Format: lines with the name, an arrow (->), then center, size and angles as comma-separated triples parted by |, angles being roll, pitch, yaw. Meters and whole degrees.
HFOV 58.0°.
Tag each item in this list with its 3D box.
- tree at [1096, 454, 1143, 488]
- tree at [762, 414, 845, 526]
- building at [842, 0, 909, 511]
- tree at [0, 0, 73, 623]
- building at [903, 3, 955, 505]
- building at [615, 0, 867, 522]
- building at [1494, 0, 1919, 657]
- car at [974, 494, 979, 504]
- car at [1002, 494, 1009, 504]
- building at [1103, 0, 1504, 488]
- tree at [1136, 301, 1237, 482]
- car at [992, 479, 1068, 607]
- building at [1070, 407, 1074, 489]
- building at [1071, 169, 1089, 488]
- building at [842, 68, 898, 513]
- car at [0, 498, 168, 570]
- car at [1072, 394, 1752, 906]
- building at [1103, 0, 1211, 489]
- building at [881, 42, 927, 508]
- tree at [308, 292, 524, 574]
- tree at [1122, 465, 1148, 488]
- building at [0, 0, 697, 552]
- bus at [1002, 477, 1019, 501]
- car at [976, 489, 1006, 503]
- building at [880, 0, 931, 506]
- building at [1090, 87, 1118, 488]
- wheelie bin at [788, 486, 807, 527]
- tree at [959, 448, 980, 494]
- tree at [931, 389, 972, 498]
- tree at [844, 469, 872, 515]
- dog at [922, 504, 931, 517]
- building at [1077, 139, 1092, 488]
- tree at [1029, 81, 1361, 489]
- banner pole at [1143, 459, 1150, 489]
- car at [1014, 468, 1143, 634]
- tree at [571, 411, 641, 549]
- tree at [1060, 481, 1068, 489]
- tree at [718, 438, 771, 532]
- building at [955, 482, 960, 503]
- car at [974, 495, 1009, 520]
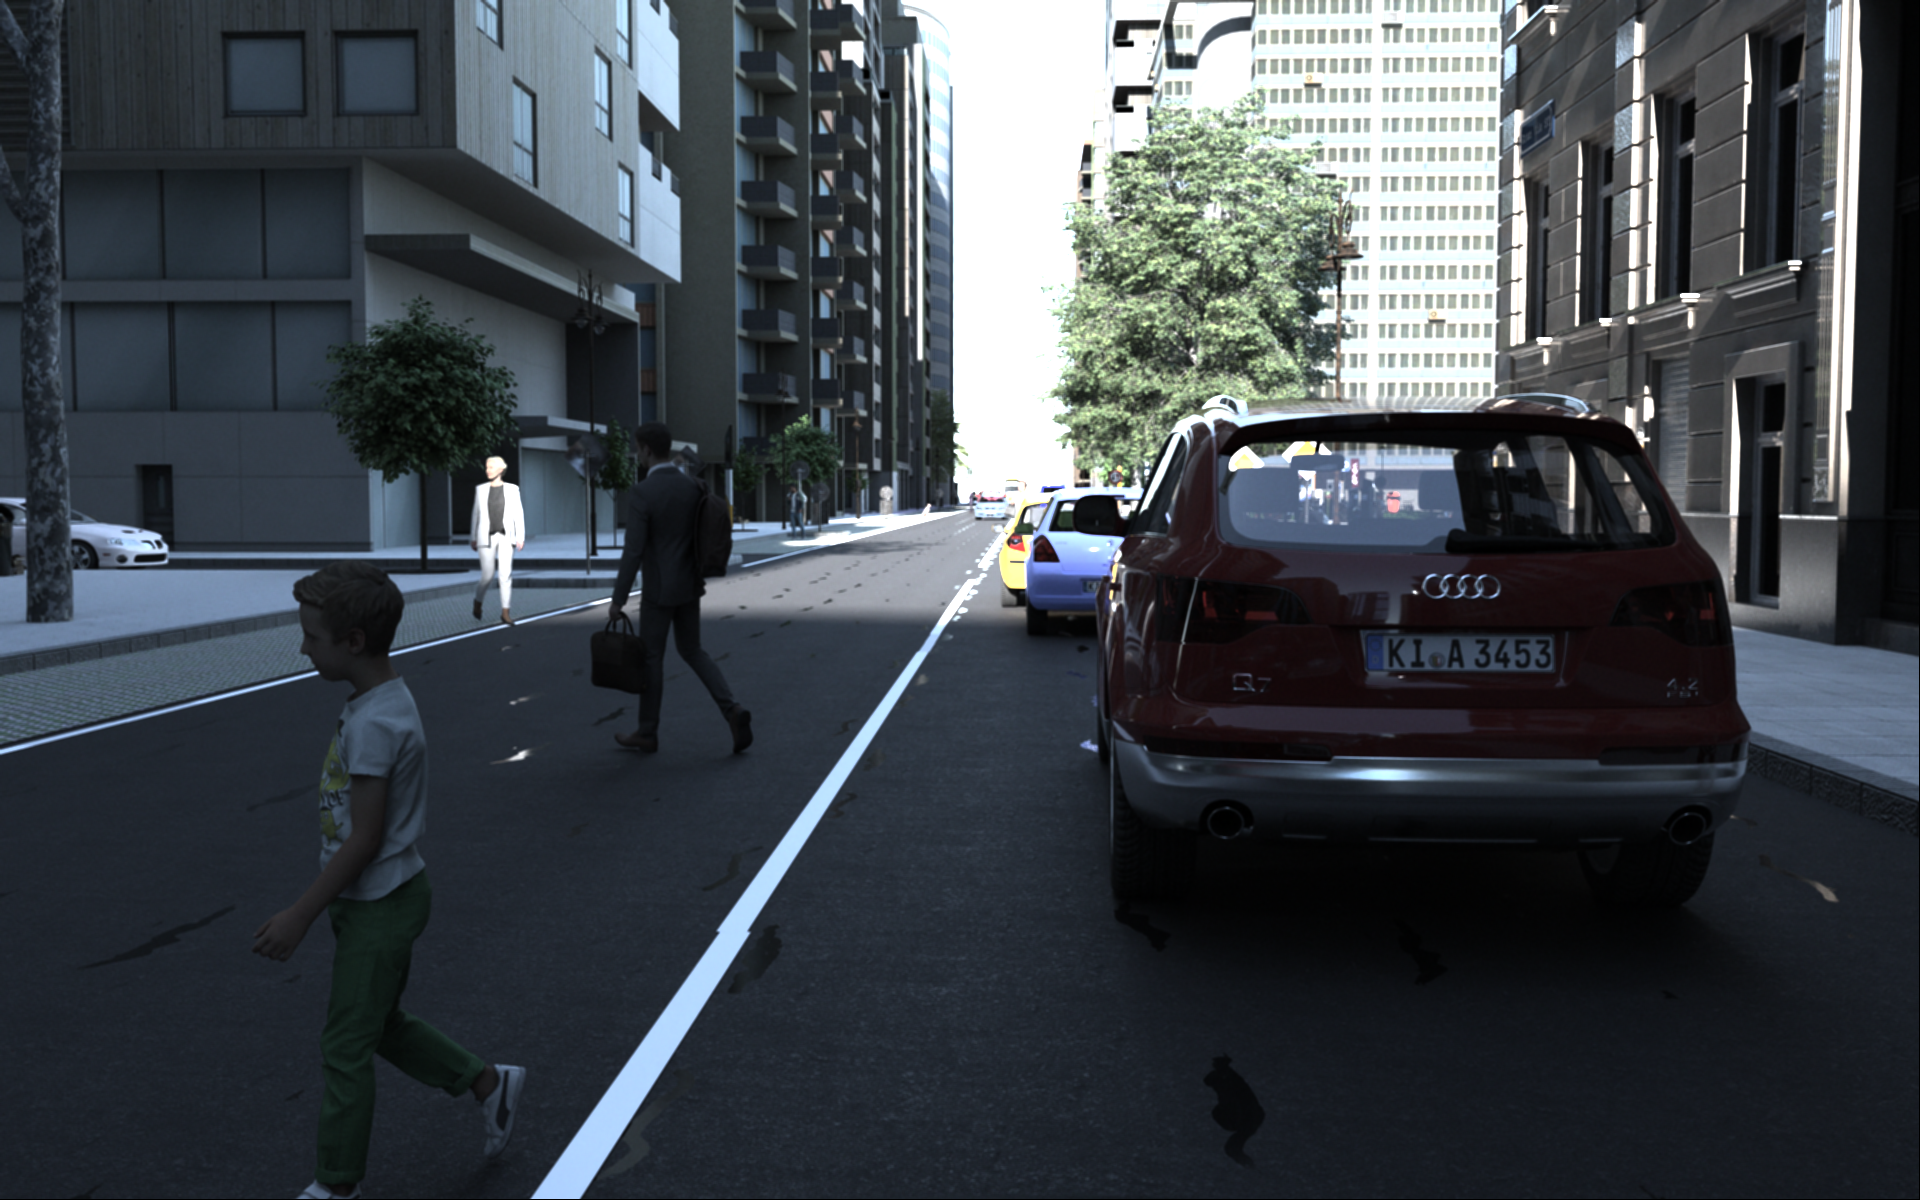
tree -> 10.484, -7.784, 110.978 | 4.285, 4.588, 4.351 | 0, 3, 0
tree -> -6.372, -5.322, 70.729 | 4.285, 4.588, 4.351 | 0, 3, 0
building -> -14.551, -42.612, 134.950 | 20.563, 71.187, 20.611 | 0, 4, 2
tree -> -10.189, -9.912, 17.954 | 12.611, 20.169, 13.585 | 0, 3, 0
building -> -11.789, -40.775, 208.676 | 21.231, 58.520, 28.212 | 0, 4, 2
building -> -16.655, -26.683, 90.894 | 22.147, 44.769, 28.867 | 0, 4, 2
building -> 13.008, -13.180, 12.755 | 12.463, 27.353, 25.104 | 0, 4, 2
car -> 2.865, -13.879, 237.147 | 2.015, 1.641, 3.980 | 0, 4, 4
car -> 4.887, -11.994, 208.103 | 2.014, 1.417, 4.499 | 0, 4, 0
building -> 27.145, -26.822, 130.423 | 32.217, 40.220, 23.993 | 0, 4, 2
tree -> 8.317, -6.962, 64.188 | 4.360, 8.622, 3.978 | 0, 3, 0
car -> 1.427, -0.802, 23.336 | 2.015, 1.641, 3.980 | 0, 4, 3
building -> 30.423, -25.047, 254.565 | 27.650, 21.520, 28.899 | 0, 4, 2
building -> 22.345, -35.629, 232.640 | 14.600, 45.320, 14.200 | 0, 4, 2
building -> -11.806, -21.205, 118.405 | 14.160, 30.474, 14.107 | 0, 4, 2
car -> -16.682, -1.138, 30.973 | 4.827, 1.381, 2.083 | 0, 4, 4
car -> 1.635, 0.064, 7.620 | 2.281, 1.827, 5.304 | 0, 4, 4
building -> 26.882, -34.653, 155.807 | 28.713, 52.752, 27.495 | 0, 4, 2
building -> -10.430, -28.711, 153.027 | 14.154, 41.232, 14.086 | 0, 4, 2
tree -> -8.890, -2.728, 28.311 | 4.285, 4.588, 4.351 | 0, 3, 0
tree -> 9.796, -6.323, 97.979 | 1.663, 3.219, 1.824 | 0, 3, 0
building -> -23.573, -28.137, 49.286 | 28.713, 52.752, 27.495 | 0, 4, 2
bus -> 7.869, -16.462, 260.692 | 2.896, 3.916, 12.252 | 0, 4, 2
car -> 2.301, -7.388, 129.459 | 2.281, 1.827, 5.304 | 0, 4, 0
building -> -14.156, -33.460, 170.780 | 21.300, 48.544, 21.600 | 0, 4, 2
building -> 20.390, -30.200, 177.369 | 14.154, 41.232, 14.086 | 0, 4, 2
wheelie bin -> -6.390, -3.674, 67.978 | 0.693, 1.594, 0.980 | 0, 4, 4
tree -> 1.471, -19.379, 267.203 | 4.360, 8.622, 3.978 | 0, 3, 0
tree -> -2.480, -16.448, 187.057 | 7.486, 12.596, 7.792 | 0, 3, 0
tree -> -6.566, -6.980, 108.729 | 1.663, 3.219, 1.824 | 0, 3, 0
dog -> -2.100, -5.483, 106.490 | 0.513, 0.831, 0.800 | -1, 4, -16
building -> 25.534, -33.985, 210.282 | 22.147, 44.769, 28.867 | 0, 4, 2
tree -> 7.500, -8.993, 53.696 | 9.857, 13.997, 8.962 | 0, 3, 0
banner pole -> 11.703, -7.164, 107.141 | 0.863, 3.779, 0.401 | 1, 4, 20
car -> 1.556, -0.572, 18.952 | 1.945, 1.707, 3.694 | 0, 4, 2
tree -> -8.047, -2.821, 40.721 | 1.663, 3.219, 1.824 | 0, 3, 0
tree -> 15.843, -16.594, 265.915 | 1.663, 3.219, 1.824 | 0, 3, 0
tree -> -7.546, -3.983, 59.723 | 1.663, 3.219, 1.824 | 0, 3, 0
building -> -16.413, -34.117, 249.700 | 32.217, 40.220, 23.993 | 0, 4, 2
car -> 1.792, -5.224, 97.412 | 2.014, 1.417, 4.499 | 0, 4, 4
